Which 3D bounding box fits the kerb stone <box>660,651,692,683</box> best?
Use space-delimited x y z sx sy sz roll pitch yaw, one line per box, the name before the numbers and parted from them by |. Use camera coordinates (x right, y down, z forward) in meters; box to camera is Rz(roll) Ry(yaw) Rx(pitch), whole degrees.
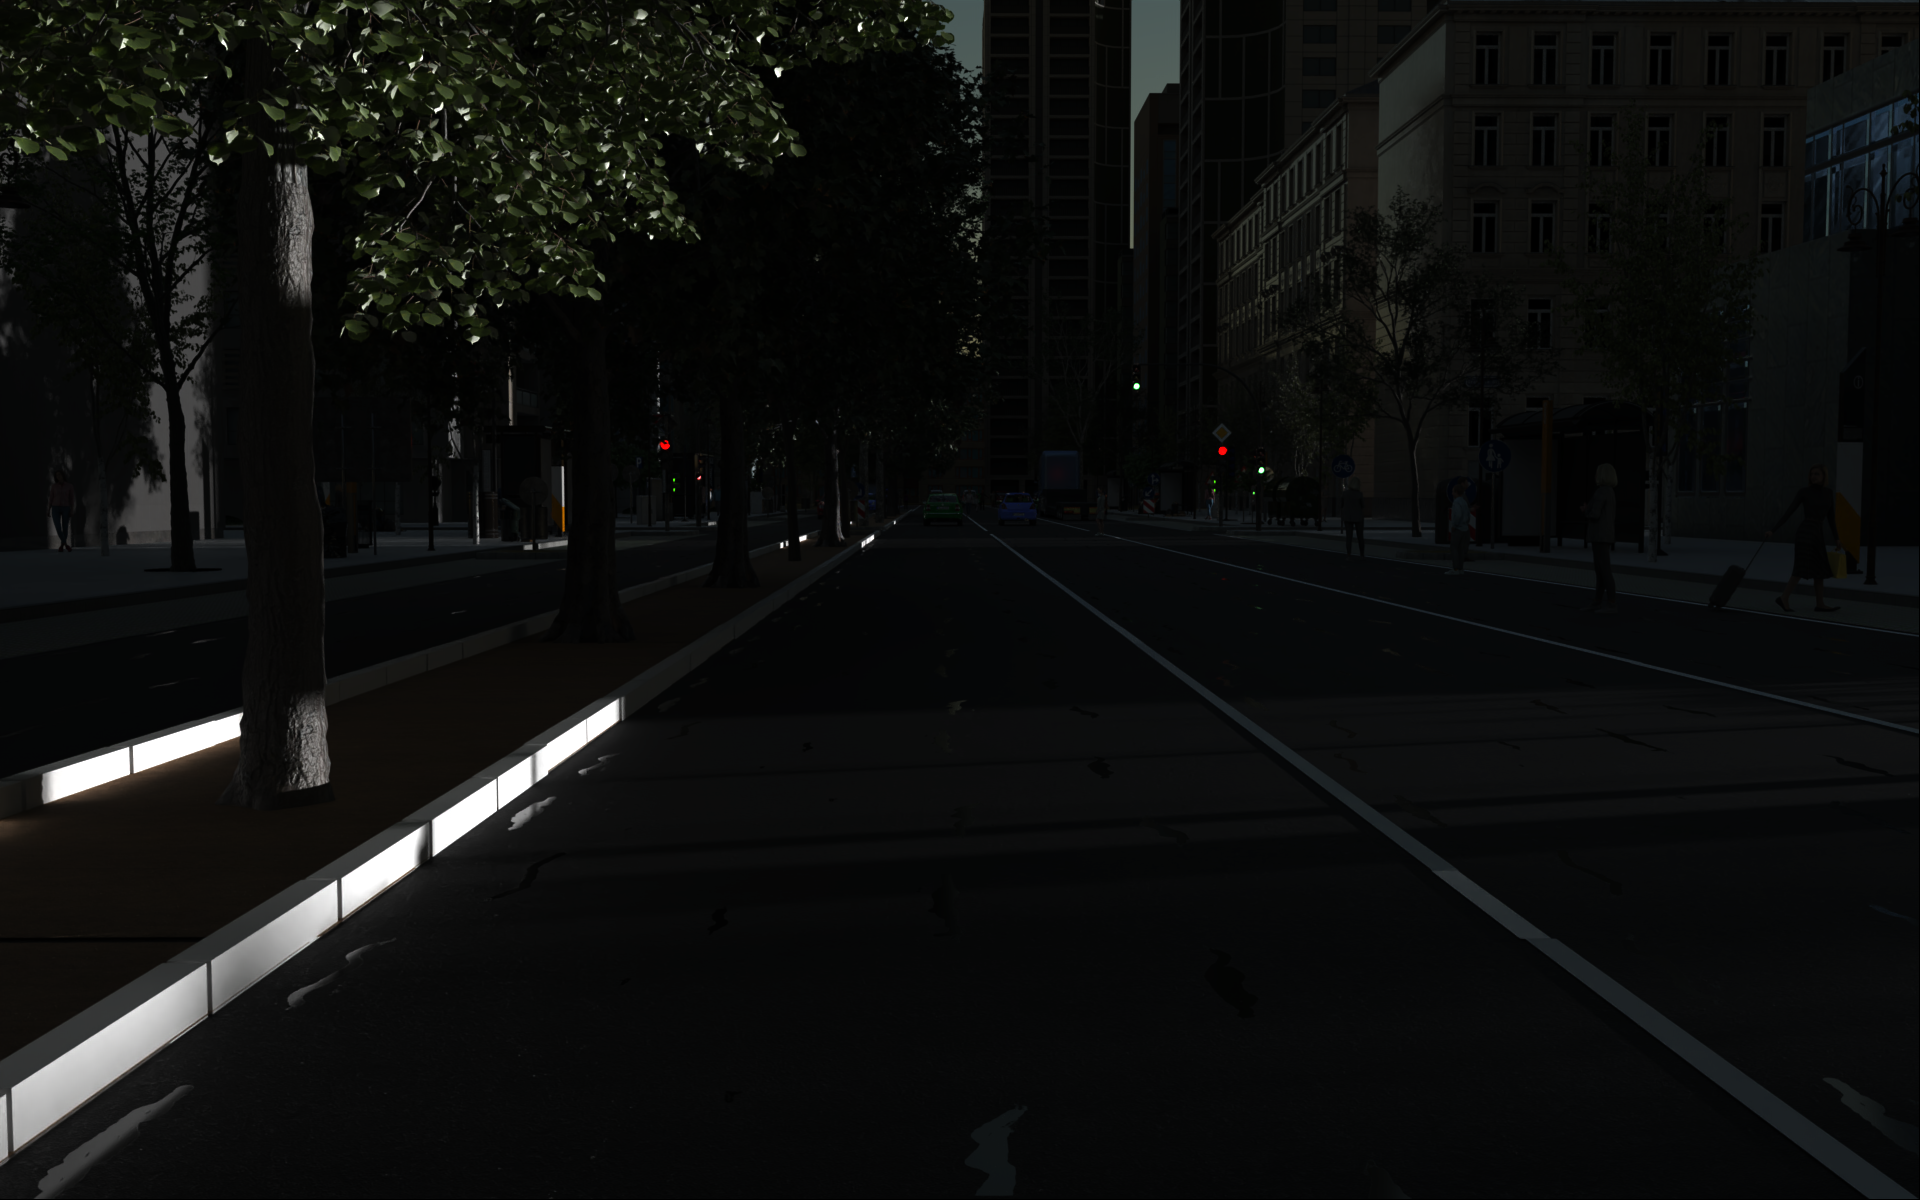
kerb stone | -2.233 0.535 13.473 0.120 0.150 1.000 0 4 -1

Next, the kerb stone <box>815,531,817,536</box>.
kerb stone | -4.923 -2.159 57.518 0.120 0.150 1.000 0 4 -1

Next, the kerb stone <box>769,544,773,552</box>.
kerb stone | -4.722 -1.220 42.149 0.120 0.150 1.000 0 4 -1

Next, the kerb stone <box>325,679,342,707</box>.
kerb stone | -4.303 0.663 11.358 0.120 0.150 1.000 0 4 -1

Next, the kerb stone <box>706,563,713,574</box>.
kerb stone | -4.570 -0.530 30.865 0.120 0.150 1.000 0 4 -1

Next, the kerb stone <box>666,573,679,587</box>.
kerb stone | -4.517 -0.278 26.758 0.120 0.150 1.000 0 4 -1

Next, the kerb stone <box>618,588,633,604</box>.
kerb stone | -4.450 -0.026 22.639 0.120 0.150 1.000 0 4 -1

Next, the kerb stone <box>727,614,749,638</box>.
kerb stone | -2.285 0.282 17.579 0.120 0.150 1.000 0 4 -1

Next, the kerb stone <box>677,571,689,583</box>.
kerb stone | -4.528 -0.342 27.789 0.120 0.150 1.000 0 4 -1

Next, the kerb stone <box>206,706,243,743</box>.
kerb stone | -4.296 0.733 10.337 0.120 0.150 1.000 0 4 -1

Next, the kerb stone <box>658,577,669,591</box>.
kerb stone | -4.495 -0.206 25.736 0.120 0.150 1.000 0 4 -1

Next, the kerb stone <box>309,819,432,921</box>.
kerb stone | -2.137 0.976 6.300 0.120 0.150 1.000 0 4 -1

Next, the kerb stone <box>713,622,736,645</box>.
kerb stone | -2.283 0.345 16.557 0.120 0.150 1.000 0 4 -1

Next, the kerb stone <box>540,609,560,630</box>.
kerb stone | -4.412 0.223 18.545 0.120 0.150 1.000 0 4 -1

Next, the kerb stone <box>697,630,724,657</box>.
kerb stone | -2.264 0.410 15.525 0.120 0.150 1.000 0 4 -1

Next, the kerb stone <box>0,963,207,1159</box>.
kerb stone | -2.114 1.098 4.241 0.120 0.150 1.000 0 4 -1

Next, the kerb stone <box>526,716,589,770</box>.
kerb stone | -2.184 0.784 9.382 0.120 0.150 1.000 0 4 -1

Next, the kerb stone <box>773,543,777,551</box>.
kerb stone | -4.727 -1.281 43.171 0.120 0.150 1.000 0 4 -1

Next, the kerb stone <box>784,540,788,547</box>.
kerb stone | -4.775 -1.471 46.239 0.120 0.150 1.000 0 4 -1

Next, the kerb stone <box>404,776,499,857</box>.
kerb stone | -2.148 0.912 7.329 0.120 0.150 1.000 0 4 -1

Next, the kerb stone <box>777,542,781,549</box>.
kerb stone | -4.746 -1.345 44.193 0.120 0.150 1.000 0 4 -1

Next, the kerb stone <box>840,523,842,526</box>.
kerb stone | -5.198 -3.383 77.532 0.120 0.150 1.000 0 4 -1

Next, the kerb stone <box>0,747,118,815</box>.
kerb stone | -4.268 0.851 8.288 0.120 0.150 1.000 0 4 -1

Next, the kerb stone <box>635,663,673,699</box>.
kerb stone | -2.217 0.596 12.451 0.120 0.150 1.000 0 4 -1

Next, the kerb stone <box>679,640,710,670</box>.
kerb stone | -2.244 0.471 14.502 0.120 0.150 1.000 0 4 -1

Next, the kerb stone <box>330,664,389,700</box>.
kerb stone | -4.326 0.600 12.394 0.120 0.150 1.000 0 4 -1

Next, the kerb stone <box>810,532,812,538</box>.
kerb stone | -4.908 -2.035 55.463 0.120 0.150 1.000 0 4 -1

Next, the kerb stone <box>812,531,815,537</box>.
kerb stone | -4.902 -2.098 56.491 0.120 0.150 1.000 0 4 -1

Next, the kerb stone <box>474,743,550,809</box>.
kerb stone | -2.160 0.847 8.351 0.120 0.150 1.000 0 4 -1

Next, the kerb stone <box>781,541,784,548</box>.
kerb stone | -4.758 -1.402 45.215 0.120 0.150 1.000 0 4 -1

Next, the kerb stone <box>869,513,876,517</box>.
kerb stone | -5.665 -5.515 112.389 0.120 0.150 1.000 0 4 -1

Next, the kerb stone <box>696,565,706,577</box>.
kerb stone | -4.552 -0.465 29.839 0.120 0.150 1.000 0 4 -1

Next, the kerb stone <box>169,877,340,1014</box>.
kerb stone | -2.125 1.036 5.263 0.120 0.150 1.000 0 4 -1

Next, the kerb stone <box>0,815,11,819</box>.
kerb stone | -4.254 0.916 7.256 0.120 0.150 1.000 0 4 -1

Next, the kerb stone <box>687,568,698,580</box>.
kerb stone | -4.537 -0.402 28.817 0.120 0.150 1.000 0 4 -1

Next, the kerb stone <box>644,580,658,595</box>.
kerb stone | -4.484 -0.154 24.706 0.120 0.150 1.000 0 4 -1

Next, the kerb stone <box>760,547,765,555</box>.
kerb stone | -4.693 -1.095 40.099 0.120 0.150 1.000 0 4 -1

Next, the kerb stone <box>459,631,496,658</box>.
kerb stone | -4.358 0.412 15.466 0.120 0.150 1.000 0 4 -1

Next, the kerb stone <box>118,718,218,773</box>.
kerb stone | -4.274 0.788 9.315 0.120 0.150 1.000 0 4 -1

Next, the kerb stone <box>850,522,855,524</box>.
kerb stone | -5.316 -3.949 86.757 0.120 0.150 1.000 0 4 -1

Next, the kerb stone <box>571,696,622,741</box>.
kerb stone | -2.199 0.723 10.407 0.120 0.150 1.000 0 4 -1

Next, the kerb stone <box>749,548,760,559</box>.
kerb stone | -4.674 -1.033 39.077 0.120 0.150 1.000 0 4 -1

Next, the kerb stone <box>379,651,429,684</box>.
kerb stone | -4.341 0.537 13.416 0.120 0.150 1.000 0 4 -1

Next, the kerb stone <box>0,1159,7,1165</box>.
kerb stone | -2.099 1.165 3.219 0.120 0.150 1.000 0 4 -1

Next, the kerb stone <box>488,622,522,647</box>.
kerb stone | -4.376 0.349 16.487 0.120 0.150 1.000 0 4 -1

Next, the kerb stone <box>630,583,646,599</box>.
kerb stone | -4.475 -0.091 23.684 0.120 0.150 1.000 0 4 -1

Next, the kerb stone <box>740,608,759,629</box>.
kerb stone | -2.301 0.220 18.601 0.120 0.150 1.000 0 4 -1

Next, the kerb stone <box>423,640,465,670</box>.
kerb stone | -4.349 0.475 14.438 0.120 0.150 1.000 0 4 -1

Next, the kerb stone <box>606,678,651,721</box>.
kerb stone | -2.201 0.660 11.429 0.120 0.150 1.000 0 4 -1

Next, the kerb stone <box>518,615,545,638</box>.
kerb stone | -4.394 0.286 17.519 0.120 0.150 1.000 0 4 -1

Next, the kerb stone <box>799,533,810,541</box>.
kerb stone | -4.890 -1.969 54.441 0.120 0.150 1.000 0 4 -1

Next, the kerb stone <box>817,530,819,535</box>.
kerb stone | -4.946 -2.221 58.547 0.120 0.150 1.000 0 4 -1

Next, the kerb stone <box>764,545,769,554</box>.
kerb stone | -4.708 -1.158 41.121 0.120 0.150 1.000 0 4 -1
